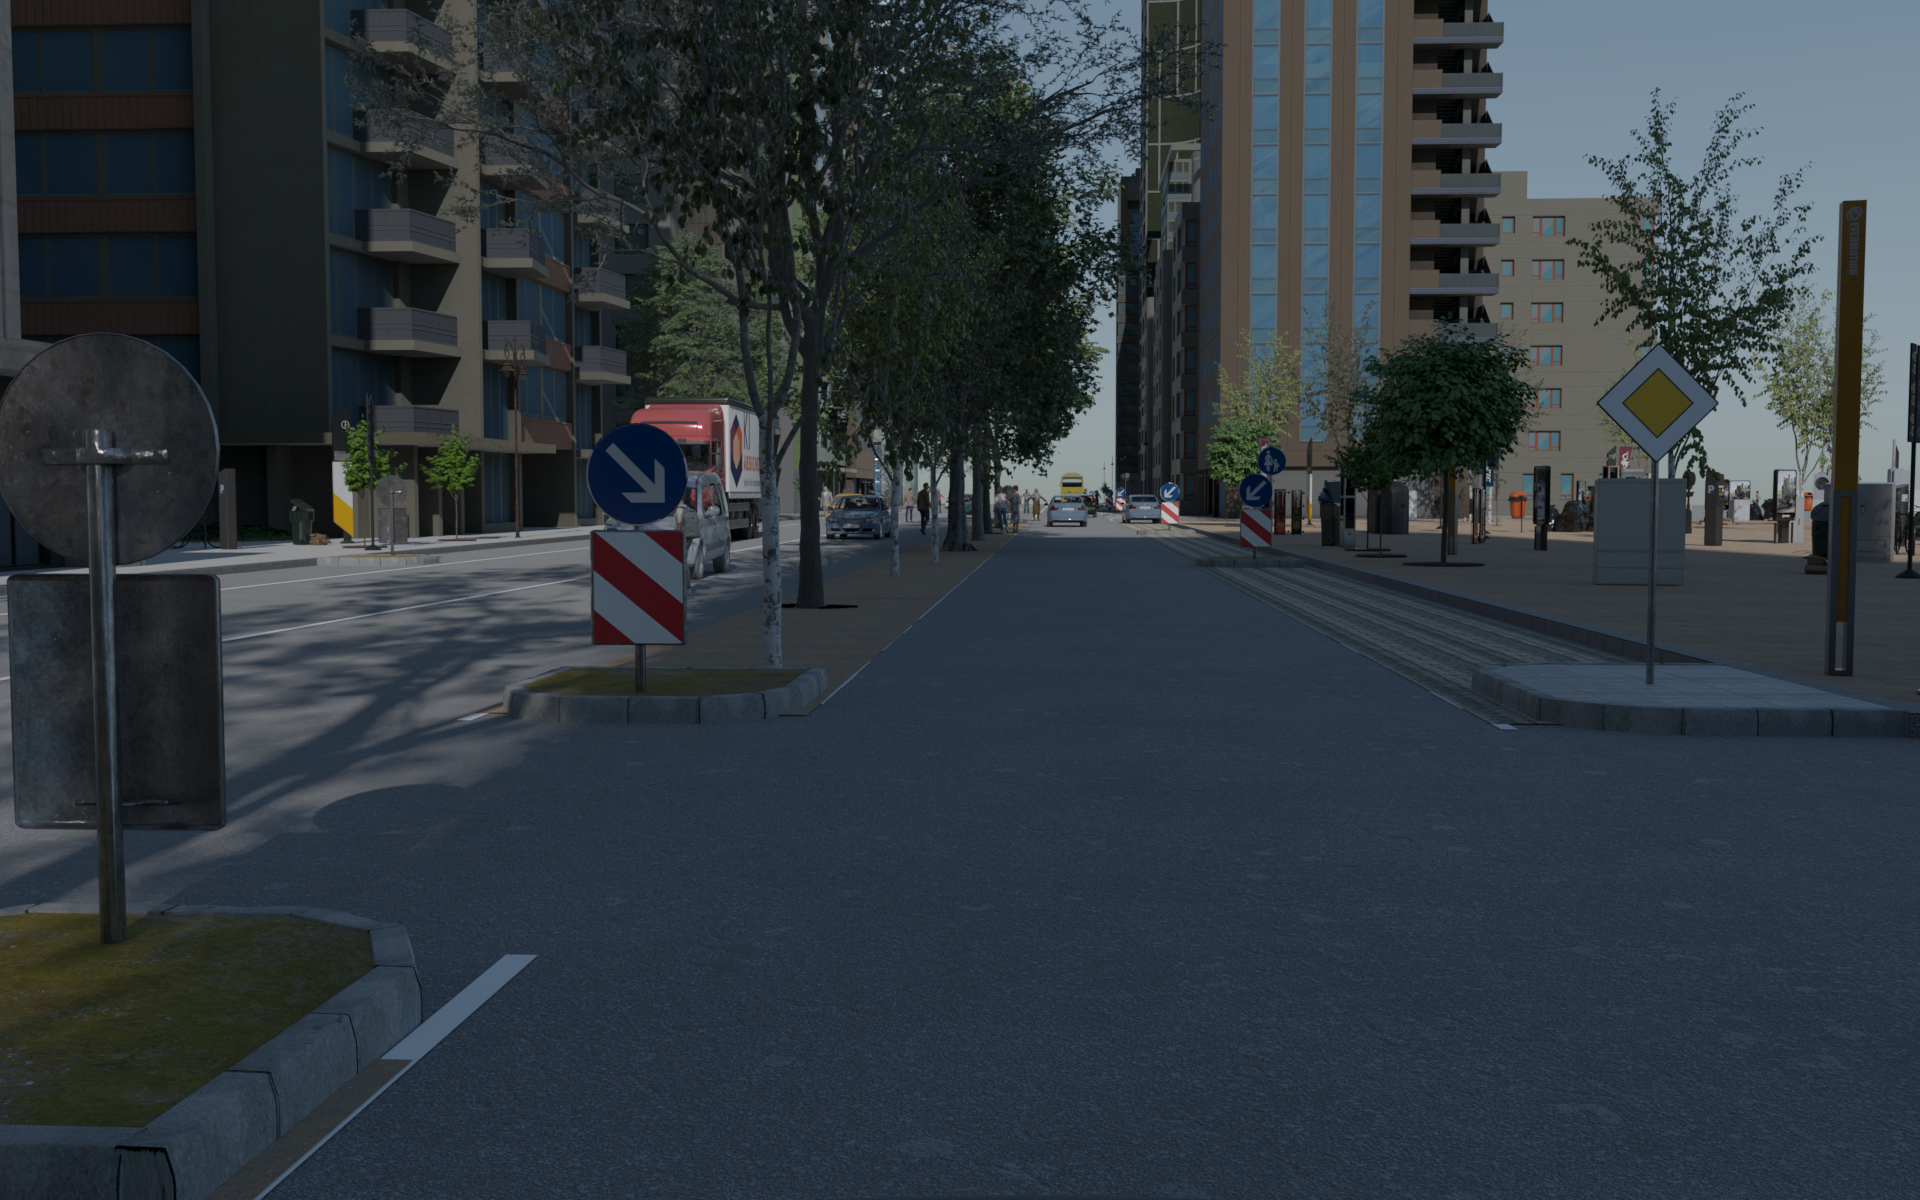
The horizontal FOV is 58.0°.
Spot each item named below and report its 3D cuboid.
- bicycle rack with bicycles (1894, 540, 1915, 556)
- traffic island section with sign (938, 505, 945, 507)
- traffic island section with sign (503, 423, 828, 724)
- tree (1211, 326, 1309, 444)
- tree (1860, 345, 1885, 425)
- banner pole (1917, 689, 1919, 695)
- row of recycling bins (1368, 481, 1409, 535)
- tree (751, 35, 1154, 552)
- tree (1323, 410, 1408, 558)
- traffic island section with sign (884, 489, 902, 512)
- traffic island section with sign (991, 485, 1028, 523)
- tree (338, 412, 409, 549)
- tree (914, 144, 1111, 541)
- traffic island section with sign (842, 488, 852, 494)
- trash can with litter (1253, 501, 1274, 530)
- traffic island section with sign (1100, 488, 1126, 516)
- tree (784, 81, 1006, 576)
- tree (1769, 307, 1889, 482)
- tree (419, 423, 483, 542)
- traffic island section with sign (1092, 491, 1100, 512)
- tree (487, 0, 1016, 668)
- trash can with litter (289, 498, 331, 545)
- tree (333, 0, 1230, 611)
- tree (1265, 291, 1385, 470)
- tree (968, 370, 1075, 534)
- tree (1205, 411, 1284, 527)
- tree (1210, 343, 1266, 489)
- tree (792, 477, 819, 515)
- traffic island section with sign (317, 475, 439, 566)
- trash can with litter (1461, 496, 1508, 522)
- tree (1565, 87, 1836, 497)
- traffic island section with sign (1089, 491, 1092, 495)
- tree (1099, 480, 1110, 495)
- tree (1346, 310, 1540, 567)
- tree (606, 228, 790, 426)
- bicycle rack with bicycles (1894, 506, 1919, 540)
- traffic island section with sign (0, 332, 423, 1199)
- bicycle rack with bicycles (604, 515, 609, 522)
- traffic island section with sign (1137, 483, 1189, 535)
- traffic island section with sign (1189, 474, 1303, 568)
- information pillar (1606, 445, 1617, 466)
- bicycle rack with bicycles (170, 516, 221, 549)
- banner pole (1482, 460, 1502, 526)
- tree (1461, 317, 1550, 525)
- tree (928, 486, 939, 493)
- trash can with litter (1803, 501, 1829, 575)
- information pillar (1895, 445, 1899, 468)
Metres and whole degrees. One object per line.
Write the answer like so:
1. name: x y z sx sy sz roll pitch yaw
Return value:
1. bicycle rack with bicycles: 19.768 -1.456 37.183 2.852 0.926 2.925 3 4 36
2. traffic island section with sign: -2.492 -11.364 194.428 1.989 1.847 2.006 0 4 3
3. traffic island section with sign: -2.027 -0.221 11.756 2.006 1.907 1.989 0 4 3
4. tree: 13.127 -7.627 75.062 4.737 8.622 4.395 0 3 0
5. tree: 28.684 -6.621 58.618 4.737 8.622 4.395 0 3 0
6. banner pole: 6.495 -1.285 11.021 0.863 3.779 0.401 -2 4 -35
7. row of recycling bins: 13.925 -3.024 56.552 1.069 1.692 3.534 0 4 5
8. tree: -0.066 -7.546 42.841 9.611 12.733 9.660 0 3 0
9. tree: 8.461 -2.488 35.286 1.663 3.219 1.824 0 3 0
10. traffic island section with sign: -5.738 -8.008 139.553 1.989 1.847 2.006 0 4 3
11. traffic island section with sign: 2.377 -4.809 86.766 2.006 1.907 1.989 0 4 3
12. tree: -14.216 -2.842 41.071 1.663 3.219 1.824 0 3 0
13. tree: 0.626 -8.044 52.105 7.486 12.596 7.792 0 3 0
14. traffic island section with sign: -7.312 -6.358 112.584 1.989 1.847 2.006 0 4 3
15. trash can with litter: 8.604 -2.322 49.354 0.624 1.170 1.055 0 4 5
16. traffic island section with sign: 10.227 -6.298 111.606 1.989 1.847 2.006 0 4 3
17. tree: -1.159 -4.722 30.016 4.737 8.622 4.395 0 3 0
18. tree: 34.060 -7.161 67.451 4.360 8.622 3.978 0 3 0
19. tree: -13.874 -3.216 47.182 1.663 3.219 1.824 0 3 0
20. traffic island section with sign: 11.812 -7.944 138.514 1.989 1.847 2.006 0 4 3
21. tree: -1.492 -3.698 13.281 4.360 8.622 3.978 0 3 0
22. trash can with litter: -16.335 -1.969 43.588 1.055 1.170 0.624 1 4 17
23. tree: -1.896 -6.643 21.439 12.009 13.543 11.850 0 3 0
24. tree: 13.680 -6.824 61.936 4.360 8.622 3.978 0 3 0
25. tree: 1.500 -8.785 71.845 9.928 11.665 9.643 0 3 0
26. tree: 11.134 -5.170 68.251 4.285 4.588 4.351 0 3 0
27. tree: 14.168 -8.032 81.686 4.360 8.622 3.978 0 3 0
28. tree: -9.694 -6.961 108.419 1.663 3.219 1.824 0 3 0
29. traffic island section with sign: -11.841 -1.647 35.551 1.989 1.847 2.006 0 4 3
30. trash can with litter: 24.275 -4.239 80.361 2.233 1.210 1.678 2 4 24
31. tree: 13.473 -4.993 32.004 4.737 8.622 4.395 0 3 0
32. traffic island section with sign: 15.039 -11.291 193.242 1.989 1.847 2.006 0 4 3
33. tree: 20.341 -15.143 242.191 1.663 3.219 1.824 0 3 0
34. tree: 8.637 -2.897 31.078 4.285 4.588 4.351 0 3 0
35. tree: -12.262 -10.785 82.986 9.857 13.997 8.962 0 3 0
36. bicycle rack with bicycles: 29.228 -2.373 52.183 2.852 0.926 2.925 1 4 8
37. traffic island section with sign: -2.472 0.231 4.362 2.006 1.907 1.989 0 4 3
38. bicycle rack with bicycles: -15.333 -4.045 79.512 2.852 0.926 2.925 1 4 18
39. traffic island section with sign: 7.284 -3.229 61.419 1.989 1.847 2.006 0 4 3
40. traffic island section with sign: 5.692 -1.580 34.466 1.989 1.847 2.006 0 4 3
41. information pillar: 31.233 -5.610 83.074 0.504 3.616 0.183 -1 4 -14
42. bicycle rack with bicycles: -18.862 -1.632 40.066 2.925 0.926 2.852 1 4 12
43. banner pole: 21.369 -4.866 69.572 0.863 3.779 0.401 0 4 4
44. tree: 22.493 -7.497 72.937 4.360 8.622 3.978 0 3 0
45. tree: -3.318 -14.044 224.228 1.663 3.219 1.824 0 3 0
46. trash can with litter: 13.972 -1.008 27.861 0.624 1.170 1.055 3 4 38
47. information pillar: 43.951 -5.505 81.369 0.183 3.616 0.504 1 4 11
